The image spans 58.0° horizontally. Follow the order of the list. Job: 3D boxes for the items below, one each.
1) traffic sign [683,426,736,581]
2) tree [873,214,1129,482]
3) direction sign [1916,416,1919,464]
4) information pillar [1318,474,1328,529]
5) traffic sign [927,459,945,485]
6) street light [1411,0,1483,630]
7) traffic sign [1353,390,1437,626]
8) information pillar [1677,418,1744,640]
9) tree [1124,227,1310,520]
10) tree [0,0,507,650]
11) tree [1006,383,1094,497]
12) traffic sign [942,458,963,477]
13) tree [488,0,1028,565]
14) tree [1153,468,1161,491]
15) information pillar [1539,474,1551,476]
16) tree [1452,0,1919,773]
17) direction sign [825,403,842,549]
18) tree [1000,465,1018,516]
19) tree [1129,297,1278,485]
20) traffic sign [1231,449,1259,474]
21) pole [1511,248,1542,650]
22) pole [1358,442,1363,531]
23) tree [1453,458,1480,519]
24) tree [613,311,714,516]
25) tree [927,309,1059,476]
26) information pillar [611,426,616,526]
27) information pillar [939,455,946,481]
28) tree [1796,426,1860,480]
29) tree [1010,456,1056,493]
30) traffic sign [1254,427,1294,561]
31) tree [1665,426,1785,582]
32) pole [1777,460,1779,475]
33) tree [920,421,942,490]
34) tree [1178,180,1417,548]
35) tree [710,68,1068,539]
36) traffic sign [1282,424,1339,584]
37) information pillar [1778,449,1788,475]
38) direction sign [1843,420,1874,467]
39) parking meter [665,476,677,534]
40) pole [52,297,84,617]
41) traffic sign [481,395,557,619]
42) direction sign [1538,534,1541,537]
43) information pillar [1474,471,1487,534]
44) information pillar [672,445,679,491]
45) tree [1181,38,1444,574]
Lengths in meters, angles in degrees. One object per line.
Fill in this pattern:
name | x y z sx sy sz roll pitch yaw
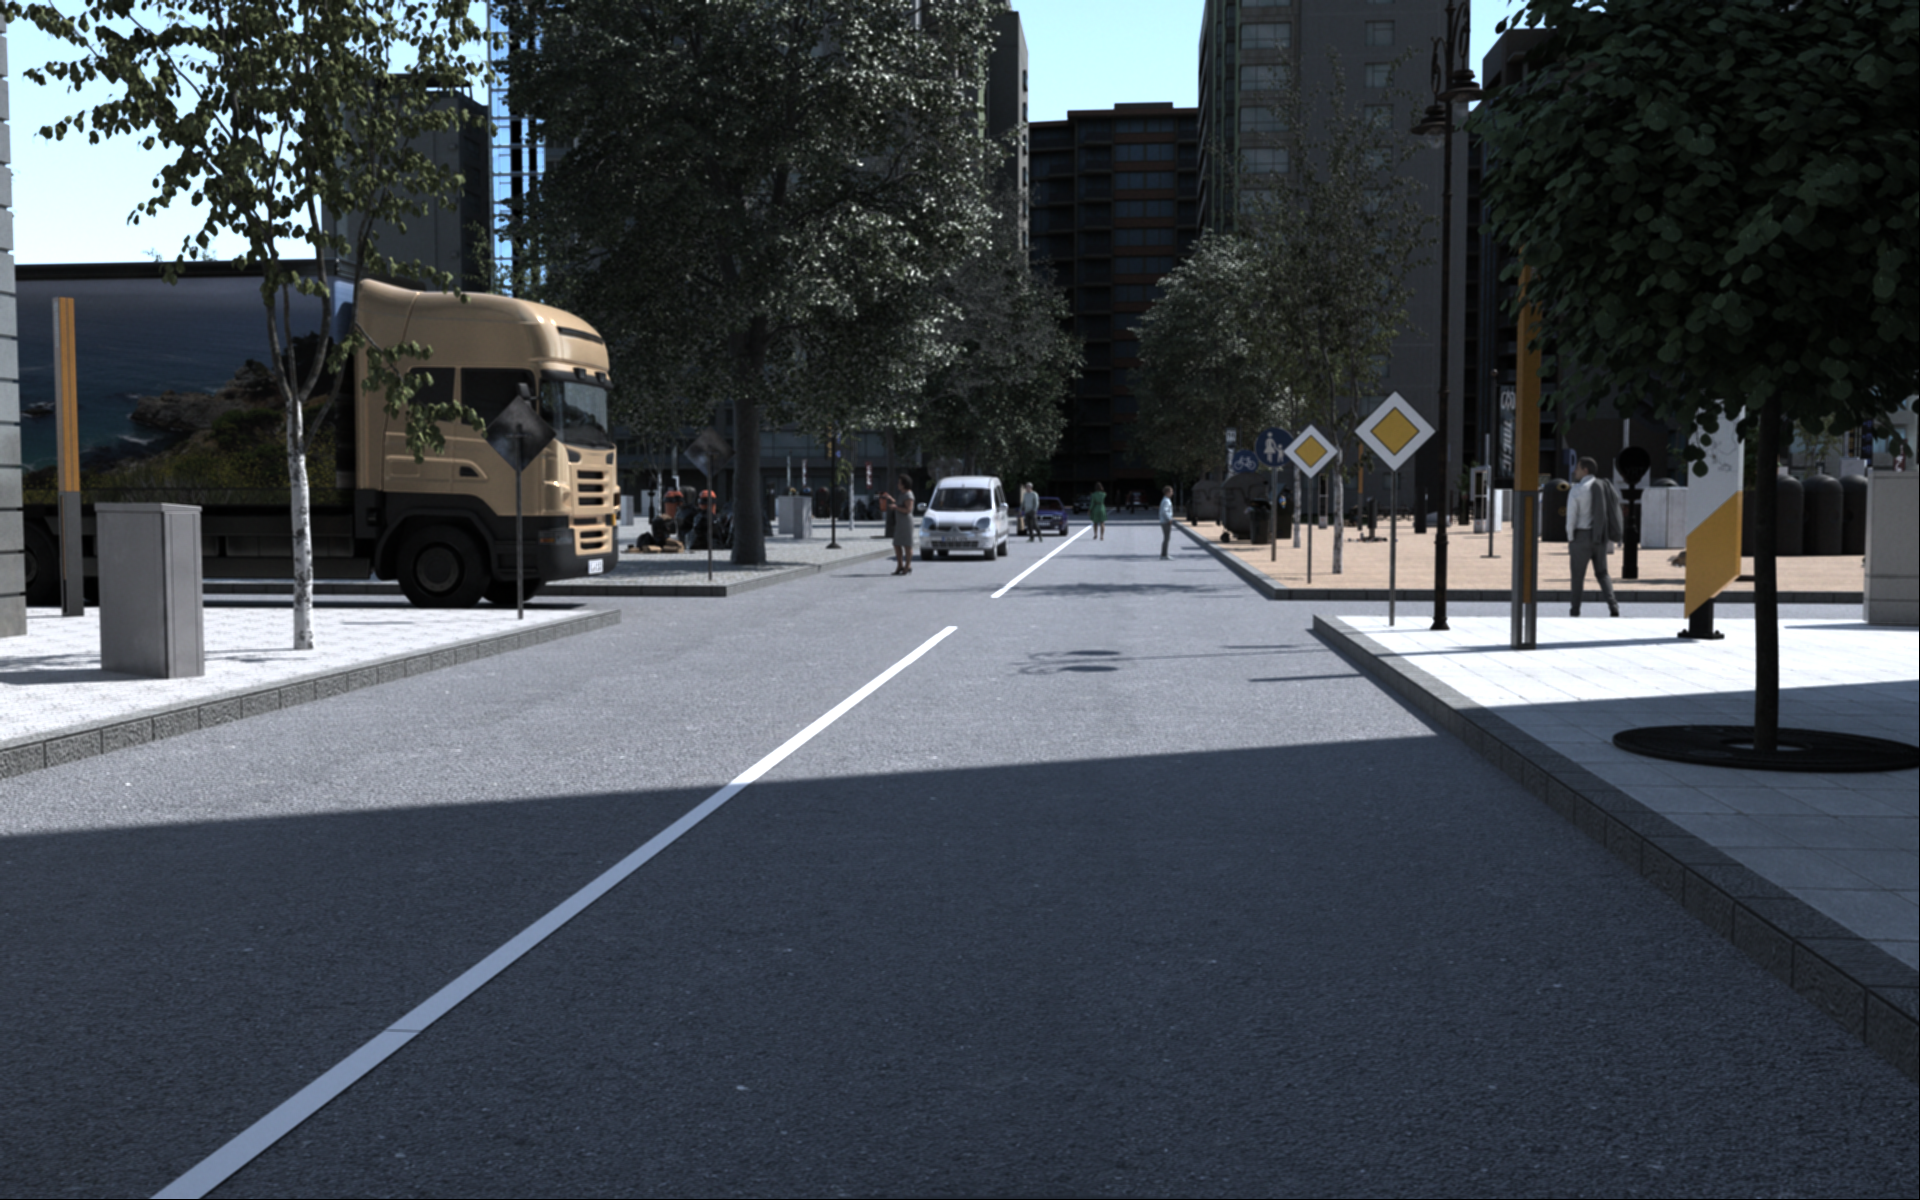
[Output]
traffic sign | -3.701 -1.345 25.628 0.795 2.450 0.064 0 4 6
tree | 0.444 -9.402 70.723 9.611 12.733 9.660 0 3 0
direction sign | 25.161 -3.232 44.837 0.379 3.537 0.876 -2 4 -24
information pillar | 13.409 -3.635 63.926 0.304 2.012 0.304 1 4 19
traffic sign | -0.817 -3.853 63.099 0.768 2.556 0.104 1 4 11
street light | 4.541 -2.656 16.209 0.468 5.910 1.993 0 4 6
traffic sign | 4.199 -0.804 16.792 0.795 2.450 0.064 0 4 6
information pillar | 6.645 -1.461 15.247 0.183 3.616 0.504 -3 4 -36
tree | 12.646 -10.865 84.294 9.857 13.997 8.962 0 3 0
tree | -5.404 -3.882 13.837 4.737 8.622 4.395 0 3 0
tree | 6.989 -12.238 134.502 7.601 10.594 8.767 1 4 10
traffic sign | -0.268 -3.729 61.069 0.768 2.556 0.104 1 4 12
tree | -3.782 -7.631 31.427 9.857 13.997 8.962 0 3 0
tree | 16.801 -9.148 133.281 4.285 4.588 4.351 0 3 0
information pillar | 21.572 -3.637 63.956 0.304 2.012 0.304 -1 4 -10
tree | 4.094 -1.522 8.602 4.285 4.588 4.351 0 3 0
direction sign | -2.984 -2.983 40.769 0.379 3.537 0.876 1 4 18
tree | 2.583 -6.603 102.564 1.663 3.219 1.824 0 3 0
tree | 13.719 -11.092 98.368 9.611 12.733 9.660 0 3 0
traffic sign | 8.109 -3.012 49.357 0.768 2.556 0.104 0 4 8
pole | 4.664 -1.248 14.242 0.158 3.312 0.155 0 3 0
pole | 14.056 -4.093 60.769 0.158 3.312 0.155 0 3 0
tree | 26.909 -5.880 90.744 1.663 3.219 1.824 0 3 0
tree | -11.035 -6.923 63.558 4.360 8.622 3.978 0 3 0
tree | 1.184 -9.701 84.363 9.928 11.665 9.643 0 3 0
information pillar | -7.784 -2.900 38.766 0.183 3.616 0.504 0 4 -5
information pillar | -0.923 -6.131 91.600 0.183 3.616 0.504 3 4 39
tree | 39.205 -7.878 79.173 4.737 8.622 4.395 0 3 0
tree | 4.920 -8.122 116.504 4.285 4.588 4.351 0 3 0
traffic sign | 5.998 -2.015 33.044 0.768 2.556 0.104 1 4 13
tree | 11.641 -1.915 25.918 1.663 3.219 1.824 0 3 0
pole | 23.044 -3.375 49.025 0.158 3.312 0.155 0 3 0
tree | -0.886 -8.916 96.138 4.737 8.622 4.395 0 3 0
tree | 8.246 -5.546 41.035 4.737 8.622 4.395 0 3 0
tree | -1.991 -8.533 49.877 12.009 13.543 11.850 0 3 0
traffic sign | 4.997 -1.290 24.737 0.795 2.450 0.064 0 4 6
information pillar | 24.633 -3.710 52.005 0.504 3.616 0.183 -1 4 -11
direction sign | 26.438 -3.612 51.051 0.379 3.537 0.876 -2 4 -33
parking meter | -9.235 -3.040 55.422 0.399 1.863 0.255 -1 4 -8
pole | -9.314 -1.483 18.085 0.158 3.312 0.155 0 3 0
traffic sign | -4.499 -0.859 17.683 0.795 2.450 0.064 0 4 6
direction sign | 17.215 -3.658 51.804 0.379 3.537 0.876 1 4 11
information pillar | 16.861 -3.157 56.104 0.304 2.012 0.304 3 5 41
information pillar | -13.040 -5.387 79.438 0.183 3.616 0.504 -3 4 -38
tree | 5.891 -4.722 27.573 4.360 8.622 3.978 0 3 0
